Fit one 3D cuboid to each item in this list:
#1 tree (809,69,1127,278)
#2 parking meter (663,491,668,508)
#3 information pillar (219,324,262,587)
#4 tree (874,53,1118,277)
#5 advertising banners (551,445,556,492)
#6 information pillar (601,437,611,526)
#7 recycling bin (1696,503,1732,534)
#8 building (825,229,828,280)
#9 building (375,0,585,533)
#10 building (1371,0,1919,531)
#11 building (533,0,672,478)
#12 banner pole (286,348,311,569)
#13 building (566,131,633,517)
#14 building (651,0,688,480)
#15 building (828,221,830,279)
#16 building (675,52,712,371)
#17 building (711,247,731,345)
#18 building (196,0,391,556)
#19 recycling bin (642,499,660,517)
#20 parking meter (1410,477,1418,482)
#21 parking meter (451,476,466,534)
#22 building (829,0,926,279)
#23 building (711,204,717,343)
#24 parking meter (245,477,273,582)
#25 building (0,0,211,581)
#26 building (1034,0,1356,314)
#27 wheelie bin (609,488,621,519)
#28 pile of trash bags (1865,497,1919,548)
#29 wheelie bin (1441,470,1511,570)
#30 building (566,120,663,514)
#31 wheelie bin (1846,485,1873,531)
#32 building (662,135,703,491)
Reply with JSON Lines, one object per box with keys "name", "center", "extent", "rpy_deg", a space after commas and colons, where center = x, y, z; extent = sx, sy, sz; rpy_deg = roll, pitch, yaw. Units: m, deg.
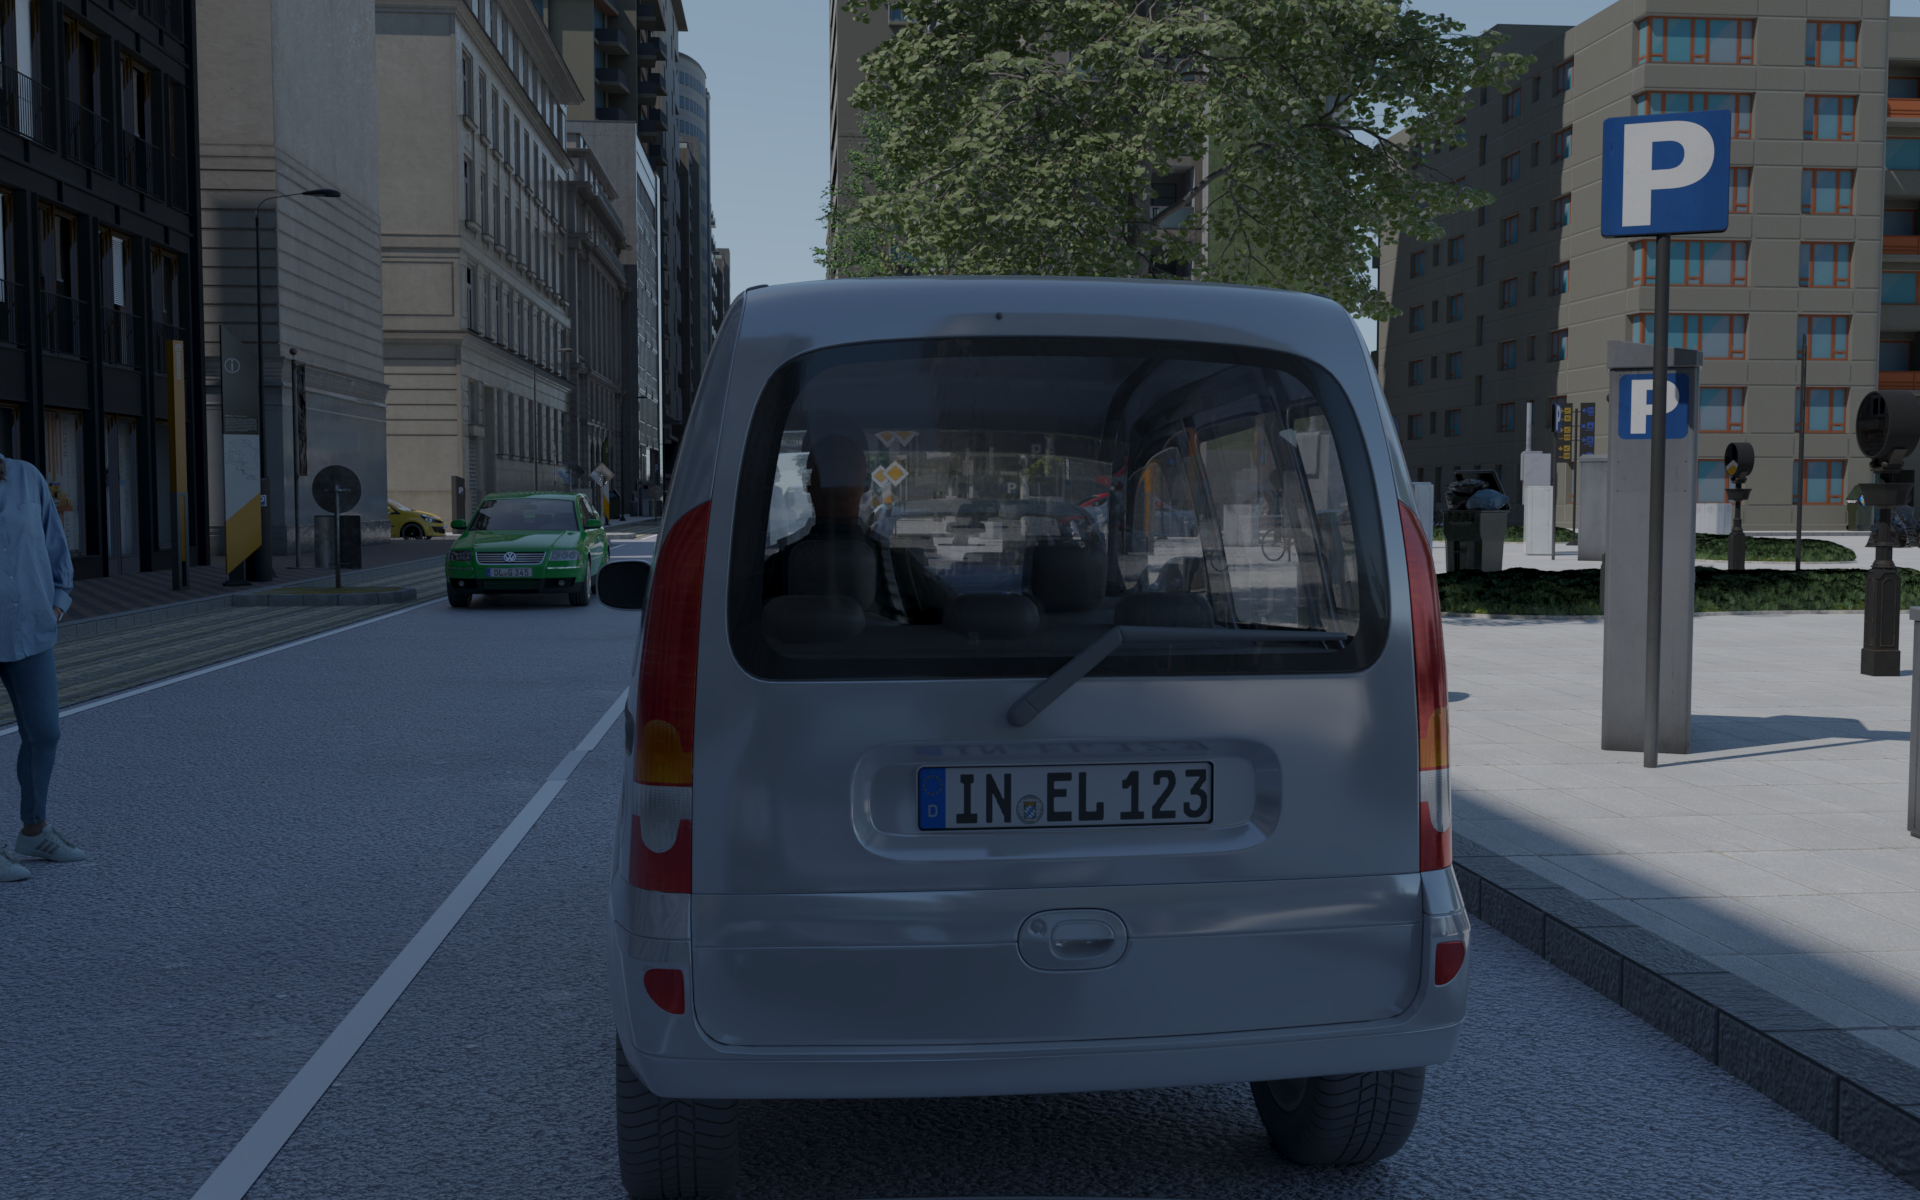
{"name": "tree", "center": [0.197, -7.096, 41.782], "extent": [9.928, 11.665, 9.643], "rpy_deg": [0, 3, 0]}
{"name": "parking meter", "center": [-22.031, -7.413, 129.616], "extent": [0.372, 1.533, 0.369], "rpy_deg": [0, 3, 0]}
{"name": "information pillar", "center": [-10.034, -2.005, 24.136], "extent": [0.504, 3.616, 0.183], "rpy_deg": [-3, 4, -37]}
{"name": "tree", "center": [0.851, -4.724, 27.603], "extent": [4.737, 8.622, 4.395], "rpy_deg": [0, 3, 0]}
{"name": "advertising banners", "center": [-14.241, -3.947, 60.728], "extent": [0.090, 3.025, 2.074], "rpy_deg": [-1, 4, -9]}
{"name": "information pillar", "center": [-14.442, -4.844, 70.560], "extent": [0.183, 3.616, 0.504], "rpy_deg": [1, 4, 14]}
{"name": "recycling bin", "center": [20.319, -2.094, 46.793], "extent": [0.722, 1.027, 0.722], "rpy_deg": [-2, 4, -34]}
{"name": "building", "center": [-10.315, -38.042, 276.613], "extent": [22.147, 44.769, 28.867], "rpy_deg": [0, 4, -6]}
{"name": "building", "center": [-25.095, -14.504, 70.431], "extent": [16.112, 22.955, 30.059], "rpy_deg": [0, 4, -6]}
{"name": "building", "center": [36.260, -14.012, 74.139], "extent": [28.899, 21.520, 27.650], "rpy_deg": [0, 4, -6]}
{"name": "building", "center": [-35.646, -29.849, 142.656], "extent": [22.147, 44.769, 28.867], "rpy_deg": [0, 4, -6]}
{"name": "banner pole", "center": [-11.270, -2.419, 29.567], "extent": [0.401, 3.779, 0.863], "rpy_deg": [-3, 4, -37]}
{"name": "building", "center": [-26.150, -15.639, 97.495], "extent": [13.314, 21.916, 24.055], "rpy_deg": [0, 4, -6]}
{"name": "building", "center": [-41.669, -35.526, 170.089], "extent": [28.713, 52.752, 27.495], "rpy_deg": [0, 4, -6]}
{"name": "building", "center": [-12.407, -34.947, 254.981], "extent": [14.154, 41.232, 14.086], "rpy_deg": [0, 4, -6]}
{"name": "building", "center": [-43.826, -41.911, 227.243], "extent": [21.231, 58.520, 28.212], "rpy_deg": [0, 4, -6]}
{"name": "building", "center": [-44.233, -36.446, 279.481], "extent": [14.154, 41.232, 14.086], "rpy_deg": [0, 4, -6]}
{"name": "building", "center": [-23.348, -11.627, 39.258], "extent": [18.267, 20.994, 9.793], "rpy_deg": [0, 4, -6]}
{"name": "recycling bin", "center": [-17.360, -5.189, 97.391], "extent": [0.722, 1.027, 0.722], "rpy_deg": [2, 4, 27]}
{"name": "parking meter", "center": [15.042, -3.181, 57.725], "extent": [0.399, 1.863, 0.255], "rpy_deg": [-1, 4, -18]}
{"name": "parking meter", "center": [-15.960, -3.023, 55.134], "extent": [0.255, 1.863, 0.399], "rpy_deg": [2, 4, 30]}
{"name": "building", "center": [1.841, -30.408, 120.867], "extent": [21.300, 48.544, 21.600], "rpy_deg": [0, 4, -6]}
{"name": "building", "center": [-47.518, -38.959, 256.591], "extent": [23.786, 49.044, 30.456], "rpy_deg": [0, 4, -6]}
{"name": "parking meter", "center": [-10.312, -1.041, 25.431], "extent": [0.372, 1.533, 0.369], "rpy_deg": [0, 3, 0]}
{"name": "building", "center": [-18.854, -11.765, 22.033], "extent": [12.332, 23.373, 15.834], "rpy_deg": [0, 4, -6]}
{"name": "building", "center": [6.119, -23.357, 65.478], "extent": [14.086, 41.232, 14.154], "rpy_deg": [0, 4, -6]}
{"name": "wheelie bin", "center": [-17.568, -4.897, 87.981], "extent": [0.693, 1.594, 0.980], "rpy_deg": [-1, 4, -9]}
{"name": "pile of trash bags", "center": [23.581, -1.975, 42.037], "extent": [3.447, 1.369, 1.912], "rpy_deg": [-3, 4, -38]}
{"name": "wheelie bin", "center": [6.788, -0.910, 22.794], "extent": [0.693, 1.594, 0.980], "rpy_deg": [-3, 4, -36]}
{"name": "building", "center": [-27.431, -18.437, 119.468], "extent": [12.078, 24.808, 19.932], "rpy_deg": [0, 4, -6]}
{"name": "wheelie bin", "center": [31.045, -3.172, 59.768], "extent": [0.693, 1.594, 0.980], "rpy_deg": [0, 4, -6]}
{"name": "building", "center": [-35.949, -31.086, 191.844], "extent": [14.154, 41.232, 14.086], "rpy_deg": [0, 4, -6]}
